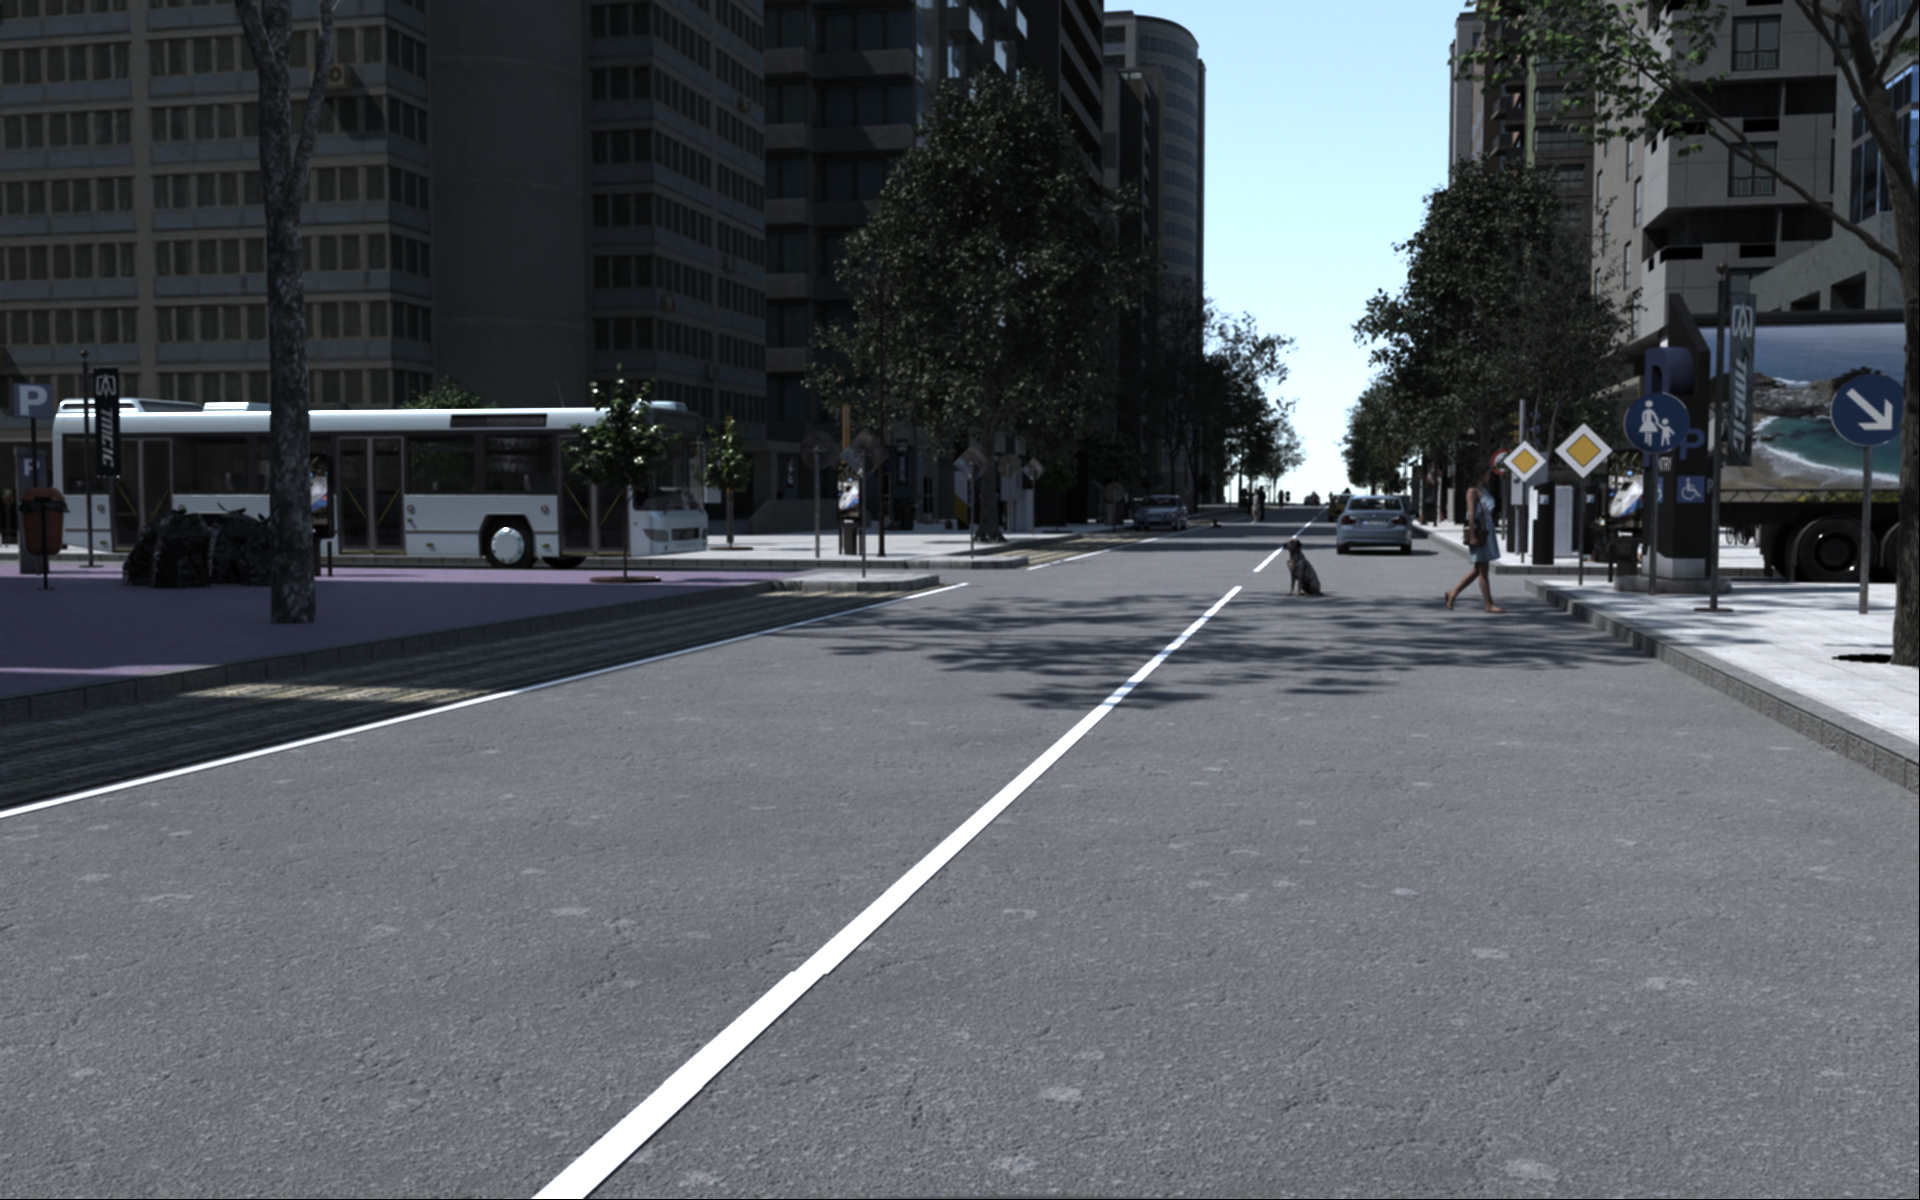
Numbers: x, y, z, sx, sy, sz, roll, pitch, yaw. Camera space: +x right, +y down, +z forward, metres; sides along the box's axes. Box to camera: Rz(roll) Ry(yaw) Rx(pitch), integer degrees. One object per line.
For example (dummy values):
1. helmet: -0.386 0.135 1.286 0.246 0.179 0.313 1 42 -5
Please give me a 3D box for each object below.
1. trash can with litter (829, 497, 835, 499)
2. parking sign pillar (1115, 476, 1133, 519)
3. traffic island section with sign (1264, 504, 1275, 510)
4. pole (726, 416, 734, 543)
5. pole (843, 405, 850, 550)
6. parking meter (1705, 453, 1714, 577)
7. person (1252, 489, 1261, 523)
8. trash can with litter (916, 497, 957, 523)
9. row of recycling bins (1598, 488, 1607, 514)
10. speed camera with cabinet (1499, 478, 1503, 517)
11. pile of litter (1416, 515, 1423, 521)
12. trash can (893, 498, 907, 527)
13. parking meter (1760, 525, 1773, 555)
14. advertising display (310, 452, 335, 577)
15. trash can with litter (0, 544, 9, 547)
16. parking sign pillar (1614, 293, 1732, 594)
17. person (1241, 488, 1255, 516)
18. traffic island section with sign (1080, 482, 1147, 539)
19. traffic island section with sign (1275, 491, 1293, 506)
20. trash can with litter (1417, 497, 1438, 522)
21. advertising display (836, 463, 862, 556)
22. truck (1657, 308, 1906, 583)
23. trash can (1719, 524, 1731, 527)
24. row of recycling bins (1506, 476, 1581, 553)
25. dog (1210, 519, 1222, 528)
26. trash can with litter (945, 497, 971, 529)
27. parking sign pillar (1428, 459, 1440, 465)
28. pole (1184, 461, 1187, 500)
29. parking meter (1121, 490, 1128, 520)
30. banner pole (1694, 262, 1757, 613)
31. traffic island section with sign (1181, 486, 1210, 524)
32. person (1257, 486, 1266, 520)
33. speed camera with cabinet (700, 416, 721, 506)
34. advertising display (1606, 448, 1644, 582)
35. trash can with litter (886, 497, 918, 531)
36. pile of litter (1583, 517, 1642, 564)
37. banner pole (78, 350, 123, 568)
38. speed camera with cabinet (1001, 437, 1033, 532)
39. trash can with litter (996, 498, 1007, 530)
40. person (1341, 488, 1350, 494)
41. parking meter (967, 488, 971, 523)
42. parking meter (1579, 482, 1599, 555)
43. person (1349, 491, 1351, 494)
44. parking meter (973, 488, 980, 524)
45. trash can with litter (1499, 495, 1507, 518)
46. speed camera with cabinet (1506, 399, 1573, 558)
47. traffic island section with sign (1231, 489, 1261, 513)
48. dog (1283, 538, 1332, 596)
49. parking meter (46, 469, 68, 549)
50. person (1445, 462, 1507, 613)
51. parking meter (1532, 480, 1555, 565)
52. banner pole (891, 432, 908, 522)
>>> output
1. trash can with litter: -5.604 -3.999 76.763 0.624 1.170 1.055 1 4 11
2. parking sign pillar: 8.501 -6.214 90.064 1.447 3.967 1.447 2 4 29
3. traffic island section with sign: 27.399 -9.118 157.705 1.989 1.847 2.006 1 4 12
4. pole: -6.025 -3.149 45.337 0.158 3.312 0.155 0 3 0
5. pole: -2.598 -2.807 39.733 0.158 3.312 0.155 0 3 0
6. parking meter: 10.490 -1.152 24.552 0.399 1.863 0.255 -3 4 -39
7. person: 14.525 -4.622 85.080 0.522 1.701 0.512 0 4 -3
8. trash can with litter: -1.111 -4.000 76.460 2.233 1.210 1.678 2 4 28
9. row of recycling bins: 28.115 -4.343 78.124 3.534 1.692 1.069 2 4 32
10. speed camera with cabinet: 30.572 -6.228 96.169 0.660 3.252 2.038 0 4 -3
11. pile of litter: 22.778 -4.290 84.098 1.719 0.858 1.176 -1 4 -19
12. trash can: -2.220 -3.348 66.386 0.748 1.137 0.748 0 3 0
13. parking meter: 17.089 -1.719 36.515 0.372 1.533 0.369 0 3 0
14. advertising display: -10.169 -1.334 27.025 0.974 1.923 0.123 2 4 24
15. trash can with litter: -23.719 -1.858 41.436 1.678 1.210 2.233 0 4 -6
16. parking sign pillar: 9.389 -2.095 22.719 1.447 3.967 1.447 0 4 5
17. person: 18.738 -6.304 111.584 1.348 1.823 0.705 0 3 0
18. traffic island section with sign: 5.012 -2.905 56.128 1.989 1.847 2.006 1 4 12
19. traffic island section with sign: 39.495 -12.476 212.605 1.989 1.847 2.006 1 4 12
20. trash can with litter: 21.333 -4.128 78.881 1.055 1.170 0.624 -3 5 -40
21. advertising display: -2.302 -1.905 36.356 0.123 1.923 0.974 -2 4 -33
22. truck: 16.912 -2.315 26.761 11.283 4.237 2.839 1 4 14
23. trash can: 29.613 -3.379 66.903 0.748 1.137 0.748 0 3 0
24. row of recycling bins: 13.183 -1.962 39.198 1.069 1.692 3.534 2 4 34
25. dog: 10.766 -3.230 73.000 0.550 0.427 0.748 1 4 19
26. trash can with litter: -0.113 -3.178 63.342 1.055 1.170 0.624 0 4 1
27. parking sign pillar: 27.874 -6.958 102.240 1.447 3.967 1.447 0 4 -5
28. pole: 14.031 -6.956 107.580 0.158 3.312 0.155 0 3 0
29. parking meter: 8.226 -4.778 86.525 0.372 1.533 0.369 0 3 0
30. banner pole: 8.428 -1.769 18.936 0.863 3.779 0.401 -2 4 -33
31. traffic island section with sign: 10.950 -4.556 83.113 1.989 1.847 2.006 1 4 12
32. person: 16.550 -5.347 95.286 0.474 1.900 0.648 2 4 24
33. speed camera with cabinet: -6.750 -2.999 43.376 0.660 3.252 2.038 2 4 24
34. advertising display: 9.530 -1.192 24.699 0.123 1.923 0.974 -1 4 -10
35. trash can with litter: -2.045 -3.031 60.952 1.055 1.170 0.624 -2 4 -31
36. pile of litter: 12.336 -1.138 32.575 1.176 0.858 1.719 1 4 8
37. banner pole: -15.022 -2.461 30.249 0.863 3.779 0.401 0 4 8
38. speed camera with cabinet: 1.960 -3.968 59.210 0.660 3.252 2.038 1 4 19
39. trash can with litter: 1.980 -3.047 61.200 1.055 1.170 0.624 1 4 21
40. person: 21.604 -5.410 97.226 0.793 1.790 0.793 -3 5 -39
41. parking meter: 0.488 -4.147 76.216 0.372 1.533 0.369 0 3 0
42. parking meter: 13.389 -1.741 36.882 0.372 1.533 0.369 0 3 0
43. person: 35.012 -8.975 156.037 0.742 1.727 0.445 -1 4 -18
44. parking meter: 0.828 -3.984 73.554 0.372 1.533 0.369 0 3 0
45. trash can with litter: 28.758 -4.924 91.566 1.678 1.210 2.233 -2 4 -33
46. speed camera with cabinet: 11.939 -2.520 35.533 0.660 3.252 2.038 0 4 -2
47. traffic island section with sign: 21.591 -7.506 131.357 1.989 1.847 2.006 1 4 12
48. dog: 4.941 -0.458 24.319 0.800 0.831 0.513 1 4 11
49. parking meter: -20.900 -2.105 40.129 0.399 1.863 0.255 -1 4 -15
50. person: 6.217 -0.753 20.903 0.778 1.811 0.616 3 4 38
51. parking meter: 10.555 -1.401 31.314 0.372 1.533 0.369 0 3 0
52. banner pole: -2.470 -4.858 69.446 0.863 3.779 0.401 0 4 -4
